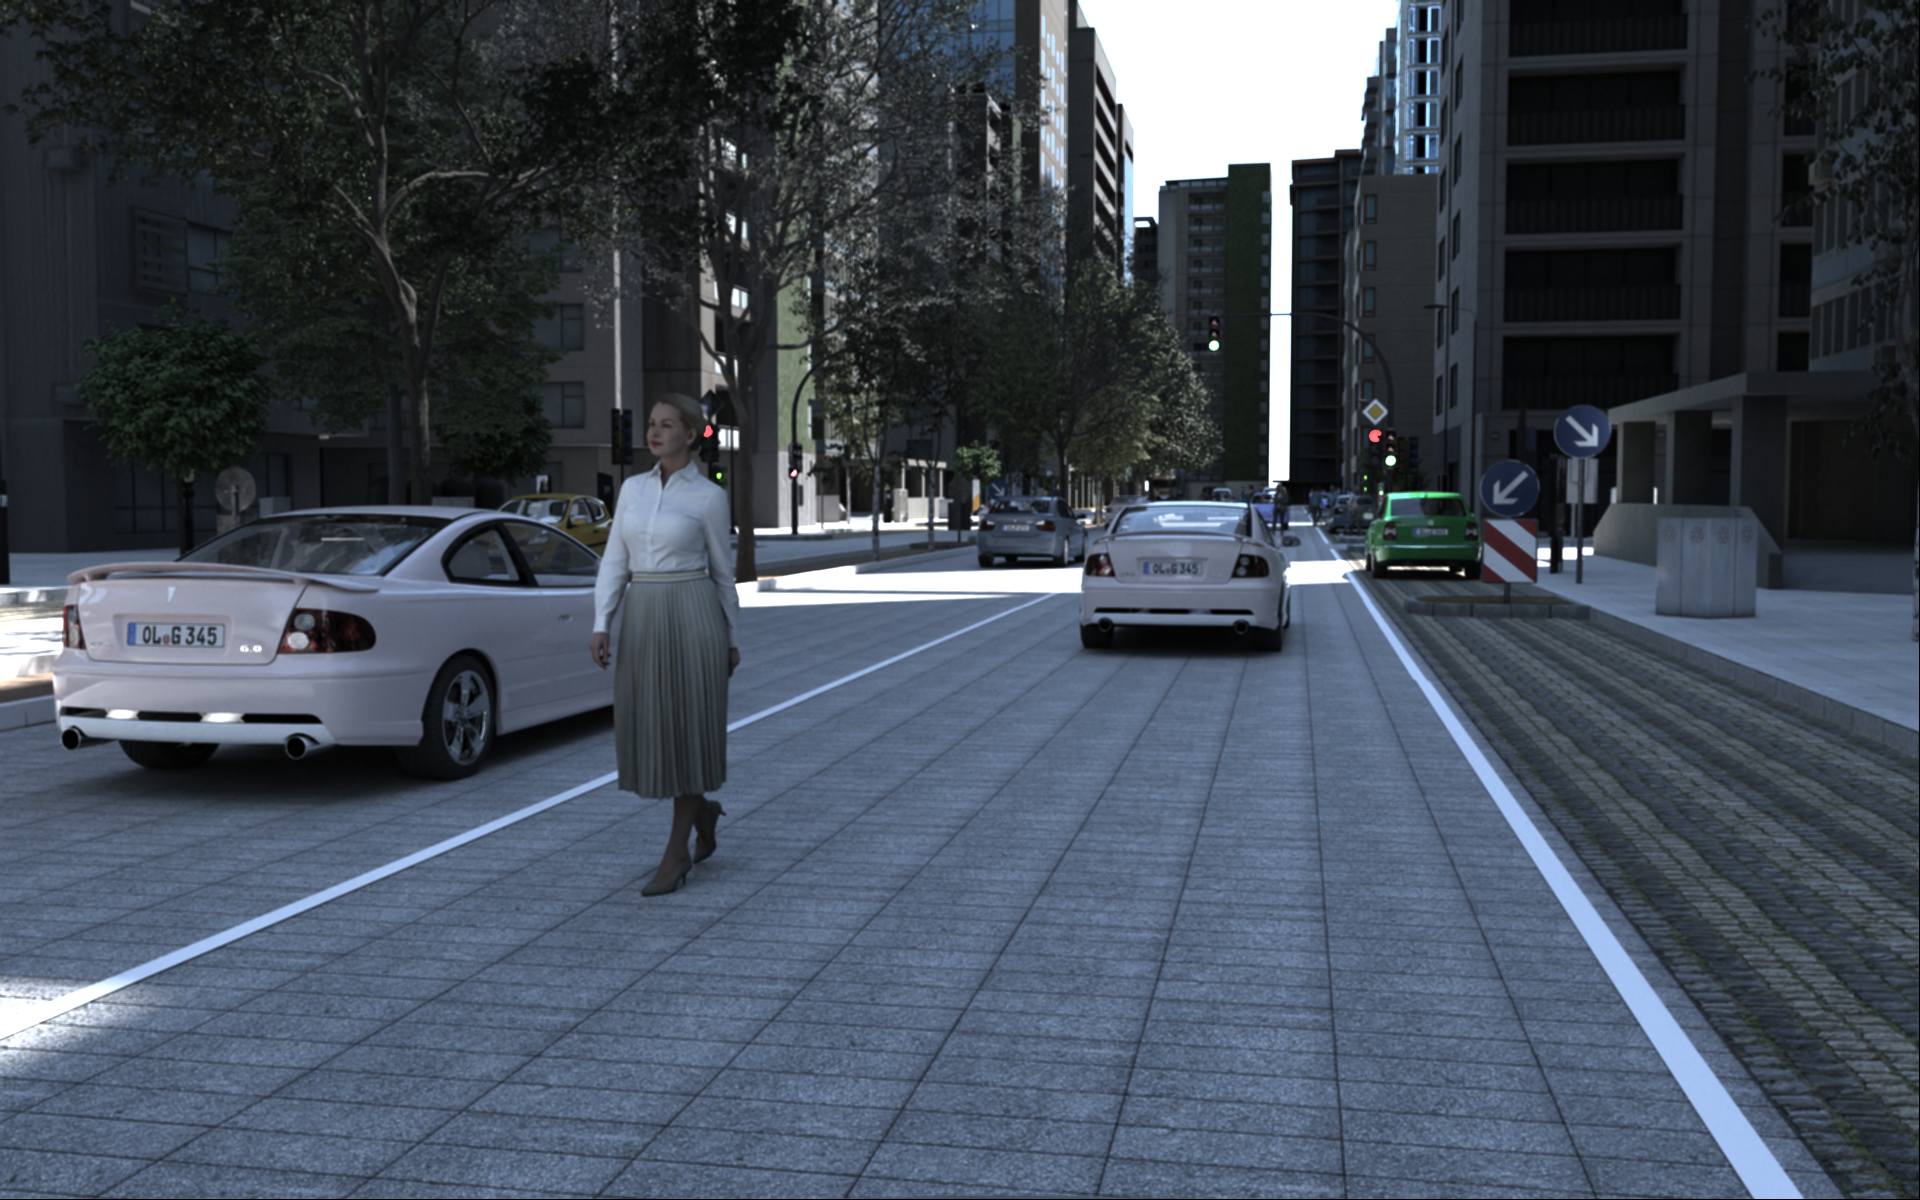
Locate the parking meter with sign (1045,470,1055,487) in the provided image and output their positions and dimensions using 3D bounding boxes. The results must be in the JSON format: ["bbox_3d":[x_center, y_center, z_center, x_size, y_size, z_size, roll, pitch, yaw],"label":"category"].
[{"bbox_3d":[6.639,-7.976,126.669,0.543,3.016,1.738,0,4,-6],"label":"parking meter with sign"}]

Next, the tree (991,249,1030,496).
[{"bbox_3d":[-0.669,-5.447,41.883,4.360,8.622,3.978,0,3,0],"label":"tree"}]

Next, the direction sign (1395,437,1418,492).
[{"bbox_3d":[17.718,-4.694,68.748,0.876,3.537,0.379,2,4,26],"label":"direction sign"}]

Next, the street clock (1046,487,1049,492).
[{"bbox_3d":[6.175,-7.178,121.924,0.471,2.002,0.358,-2,4,-33],"label":"street clock"}]

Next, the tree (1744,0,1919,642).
[{"bbox_3d":[8.610,-3.946,14.877,4.360,8.622,3.978,0,3,0],"label":"tree"}]

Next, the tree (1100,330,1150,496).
[{"bbox_3d":[6.081,-7.528,75.897,4.360,8.622,3.978,0,3,0],"label":"tree"}]

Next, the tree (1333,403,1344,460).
[{"bbox_3d":[29.778,-10.898,128.543,4.360,8.622,3.978,0,3,0],"label":"tree"}]

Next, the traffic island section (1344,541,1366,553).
[{"bbox_3d":[10.701,-1.280,43.208,2.009,0.180,2.903,1,4,11],"label":"traffic island section"}]

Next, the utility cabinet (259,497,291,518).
[{"bbox_3d":[-13.680,-1.434,34.610,0.306,1.237,1.020,0,4,-3],"label":"utility cabinet"}]

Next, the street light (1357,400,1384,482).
[{"bbox_3d":[20.288,-6.905,85.439,1.470,5.913,1.316,1,4,11],"label":"street light"}]

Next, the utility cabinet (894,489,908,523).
[{"bbox_3d":[-2.623,-4.192,77.214,0.318,1.500,1.173,1,4,16],"label":"utility cabinet"}]

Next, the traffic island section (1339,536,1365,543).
[{"bbox_3d":[12.213,-1.760,51.049,2.009,0.180,2.903,1,4,11],"label":"traffic island section"}]

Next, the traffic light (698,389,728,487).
[{"bbox_3d":[-6.682,-3.517,46.418,0.839,4.253,0.868,1,4,11],"label":"traffic light"}]

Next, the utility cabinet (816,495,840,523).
[{"bbox_3d":[-5.885,-4.031,77.067,1.020,1.237,0.306,-2,4,-24],"label":"utility cabinet"}]

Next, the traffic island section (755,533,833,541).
[{"bbox_3d":[-5.208,-1.965,54.401,2.009,0.180,2.903,1,4,11],"label":"traffic island section"}]

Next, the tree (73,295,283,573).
[{"bbox_3d":[-12.957,-2.764,28.908,4.285,4.588,4.351,0,3,0],"label":"tree"}]

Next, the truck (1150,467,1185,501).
[{"bbox_3d":[21.116,-11.410,175.463,2.839,4.237,11.283,1,4,12],"label":"truck"}]

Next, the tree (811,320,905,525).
[{"bbox_3d":[-4.482,-7.466,72.426,4.737,8.622,4.395,0,3,0],"label":"tree"}]

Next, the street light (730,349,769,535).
[{"bbox_3d":[-6.665,-5.014,54.513,1.470,5.913,1.316,1,4,11],"label":"street light"}]

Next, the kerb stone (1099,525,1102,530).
[{"bbox_3d":[5.458,-2.865,69.081,0.120,0.150,1.000,1,4,11],"label":"kerb stone"}]

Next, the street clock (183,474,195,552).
[{"bbox_3d":[-17.226,-2.082,38.619,0.471,2.002,0.358,-3,5,-41],"label":"street clock"}]

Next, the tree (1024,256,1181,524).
[{"bbox_3d":[6.514,-9.861,81.815,7.486,12.596,7.792,0,3,0],"label":"tree"}]

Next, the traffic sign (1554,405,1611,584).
[{"bbox_3d":[8.884,-1.509,24.774,0.768,2.556,0.104,1,4,19],"label":"traffic sign"}]

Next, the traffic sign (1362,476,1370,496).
[{"bbox_3d":[22.320,-5.773,94.497,0.768,2.556,0.104,1,4,19],"label":"traffic sign"}]

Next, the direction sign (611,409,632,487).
[{"bbox_3d":[-9.022,-3.320,46.277,0.379,3.537,0.876,2,4,25],"label":"direction sign"}]

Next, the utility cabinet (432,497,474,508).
[{"bbox_3d":[-10.939,-1.585,37.070,1.020,1.237,0.306,0,4,4],"label":"utility cabinet"}]

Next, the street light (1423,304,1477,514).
[{"bbox_3d":[12.002,-4.270,42.360,1.470,5.913,1.316,1,4,11],"label":"street light"}]

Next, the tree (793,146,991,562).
[{"bbox_3d":[-1.742,-5.112,36.394,4.360,8.622,3.978,0,3,0],"label":"tree"}]

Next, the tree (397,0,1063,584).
[{"bbox_3d":[-3.391,-6.981,26.960,12.009,13.543,11.850,0,3,0],"label":"tree"}]

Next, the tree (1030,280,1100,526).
[{"bbox_3d":[2.469,-6.505,59.182,4.360,8.622,3.978,0,3,0],"label":"tree"}]

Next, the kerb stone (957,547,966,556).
[{"bbox_3d":[-0.082,-1.110,40.351,0.120,0.150,1.000,1,4,11],"label":"kerb stone"}]

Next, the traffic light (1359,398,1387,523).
[{"bbox_3d":[12.176,-3.793,50.943,0.839,4.253,0.868,1,4,11],"label":"traffic light"}]

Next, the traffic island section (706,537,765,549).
[{"bbox_3d":[-6.720,-1.485,46.560,2.009,0.180,2.903,1,4,11],"label":"traffic island section"}]

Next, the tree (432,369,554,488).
[{"bbox_3d":[-12.218,-3.787,45.633,4.285,4.588,4.351,0,3,0],"label":"tree"}]

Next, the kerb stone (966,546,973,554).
[{"bbox_3d":[0.108,-1.172,41.355,0.120,0.150,1.000,1,4,11],"label":"kerb stone"}]

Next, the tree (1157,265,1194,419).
[{"bbox_3d":[3.983,-9.440,67.163,12.009,13.543,11.850,0,3,0],"label":"tree"}]

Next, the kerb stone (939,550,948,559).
[{"bbox_3d":[-0.470,-0.988,38.344,0.120,0.150,1.000,1,4,11],"label":"kerb stone"}]

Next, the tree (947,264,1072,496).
[{"bbox_3d":[1.534,-6.184,53.930,4.737,8.622,4.395,0,3,0],"label":"tree"}]

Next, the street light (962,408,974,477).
[{"bbox_3d":[0.663,-7.330,92.388,1.470,5.913,1.316,1,4,11],"label":"street light"}]

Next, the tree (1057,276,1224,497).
[{"bbox_3d":[8.498,-10.444,90.221,9.611,12.733,9.660,0,3,0],"label":"tree"}]

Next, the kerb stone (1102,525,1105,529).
[{"bbox_3d":[5.653,-2.929,70.091,0.120,0.150,1.000,1,4,11],"label":"kerb stone"}]

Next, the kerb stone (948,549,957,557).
[{"bbox_3d":[-0.280,-1.046,39.348,0.120,0.150,1.000,1,4,11],"label":"kerb stone"}]

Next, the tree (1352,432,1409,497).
[{"bbox_3d":[21.712,-6.433,88.890,4.285,4.588,4.351,0,3,0],"label":"tree"}]

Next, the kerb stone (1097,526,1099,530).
[{"bbox_3d":[5.261,-2.802,68.078,0.120,0.150,1.000,1,4,11],"label":"kerb stone"}]

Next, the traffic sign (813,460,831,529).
[{"bbox_3d":[-5.083,-3.898,63.833,0.768,2.556,0.104,1,4,14],"label":"traffic sign"}]

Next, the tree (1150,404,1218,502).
[{"bbox_3d":[12.727,-10.795,113.370,8.767,10.594,7.601,1,4,11],"label":"tree"}]

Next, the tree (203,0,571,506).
[{"bbox_3d":[-12.267,-7.218,36.143,7.486,12.596,7.792,0,3,0],"label":"tree"}]

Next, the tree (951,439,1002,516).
[{"bbox_3d":[1.028,-7.317,103.346,4.285,4.588,4.351,0,3,0],"label":"tree"}]

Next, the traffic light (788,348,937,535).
[{"bbox_3d":[-3.100,-4.846,53.898,4.771,5.953,1.251,1,4,11],"label":"traffic light"}]

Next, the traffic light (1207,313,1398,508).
[{"bbox_3d":[8.593,-4.201,43.356,4.771,5.953,1.251,1,4,11],"label":"traffic light"}]

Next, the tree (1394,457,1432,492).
[{"bbox_3d":[20.777,-5.219,79.928,1.663,3.219,1.824,0,3,0],"label":"tree"}]

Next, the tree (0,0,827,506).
[{"bbox_3d":[-5.170,-4.904,17.054,8.767,10.594,7.601,1,4,11],"label":"tree"}]

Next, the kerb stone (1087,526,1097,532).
[{"bbox_3d":[5.075,-2.745,67.073,0.120,0.150,1.000,1,4,11],"label":"kerb stone"}]

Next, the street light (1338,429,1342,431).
[{"bbox_3d":[27.812,-9.292,124.466,1.470,5.913,1.316,1,4,11],"label":"street light"}]

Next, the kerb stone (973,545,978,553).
[{"bbox_3d":[0.304,-1.232,42.358,0.120,0.150,1.000,1,4,11],"label":"kerb stone"}]
